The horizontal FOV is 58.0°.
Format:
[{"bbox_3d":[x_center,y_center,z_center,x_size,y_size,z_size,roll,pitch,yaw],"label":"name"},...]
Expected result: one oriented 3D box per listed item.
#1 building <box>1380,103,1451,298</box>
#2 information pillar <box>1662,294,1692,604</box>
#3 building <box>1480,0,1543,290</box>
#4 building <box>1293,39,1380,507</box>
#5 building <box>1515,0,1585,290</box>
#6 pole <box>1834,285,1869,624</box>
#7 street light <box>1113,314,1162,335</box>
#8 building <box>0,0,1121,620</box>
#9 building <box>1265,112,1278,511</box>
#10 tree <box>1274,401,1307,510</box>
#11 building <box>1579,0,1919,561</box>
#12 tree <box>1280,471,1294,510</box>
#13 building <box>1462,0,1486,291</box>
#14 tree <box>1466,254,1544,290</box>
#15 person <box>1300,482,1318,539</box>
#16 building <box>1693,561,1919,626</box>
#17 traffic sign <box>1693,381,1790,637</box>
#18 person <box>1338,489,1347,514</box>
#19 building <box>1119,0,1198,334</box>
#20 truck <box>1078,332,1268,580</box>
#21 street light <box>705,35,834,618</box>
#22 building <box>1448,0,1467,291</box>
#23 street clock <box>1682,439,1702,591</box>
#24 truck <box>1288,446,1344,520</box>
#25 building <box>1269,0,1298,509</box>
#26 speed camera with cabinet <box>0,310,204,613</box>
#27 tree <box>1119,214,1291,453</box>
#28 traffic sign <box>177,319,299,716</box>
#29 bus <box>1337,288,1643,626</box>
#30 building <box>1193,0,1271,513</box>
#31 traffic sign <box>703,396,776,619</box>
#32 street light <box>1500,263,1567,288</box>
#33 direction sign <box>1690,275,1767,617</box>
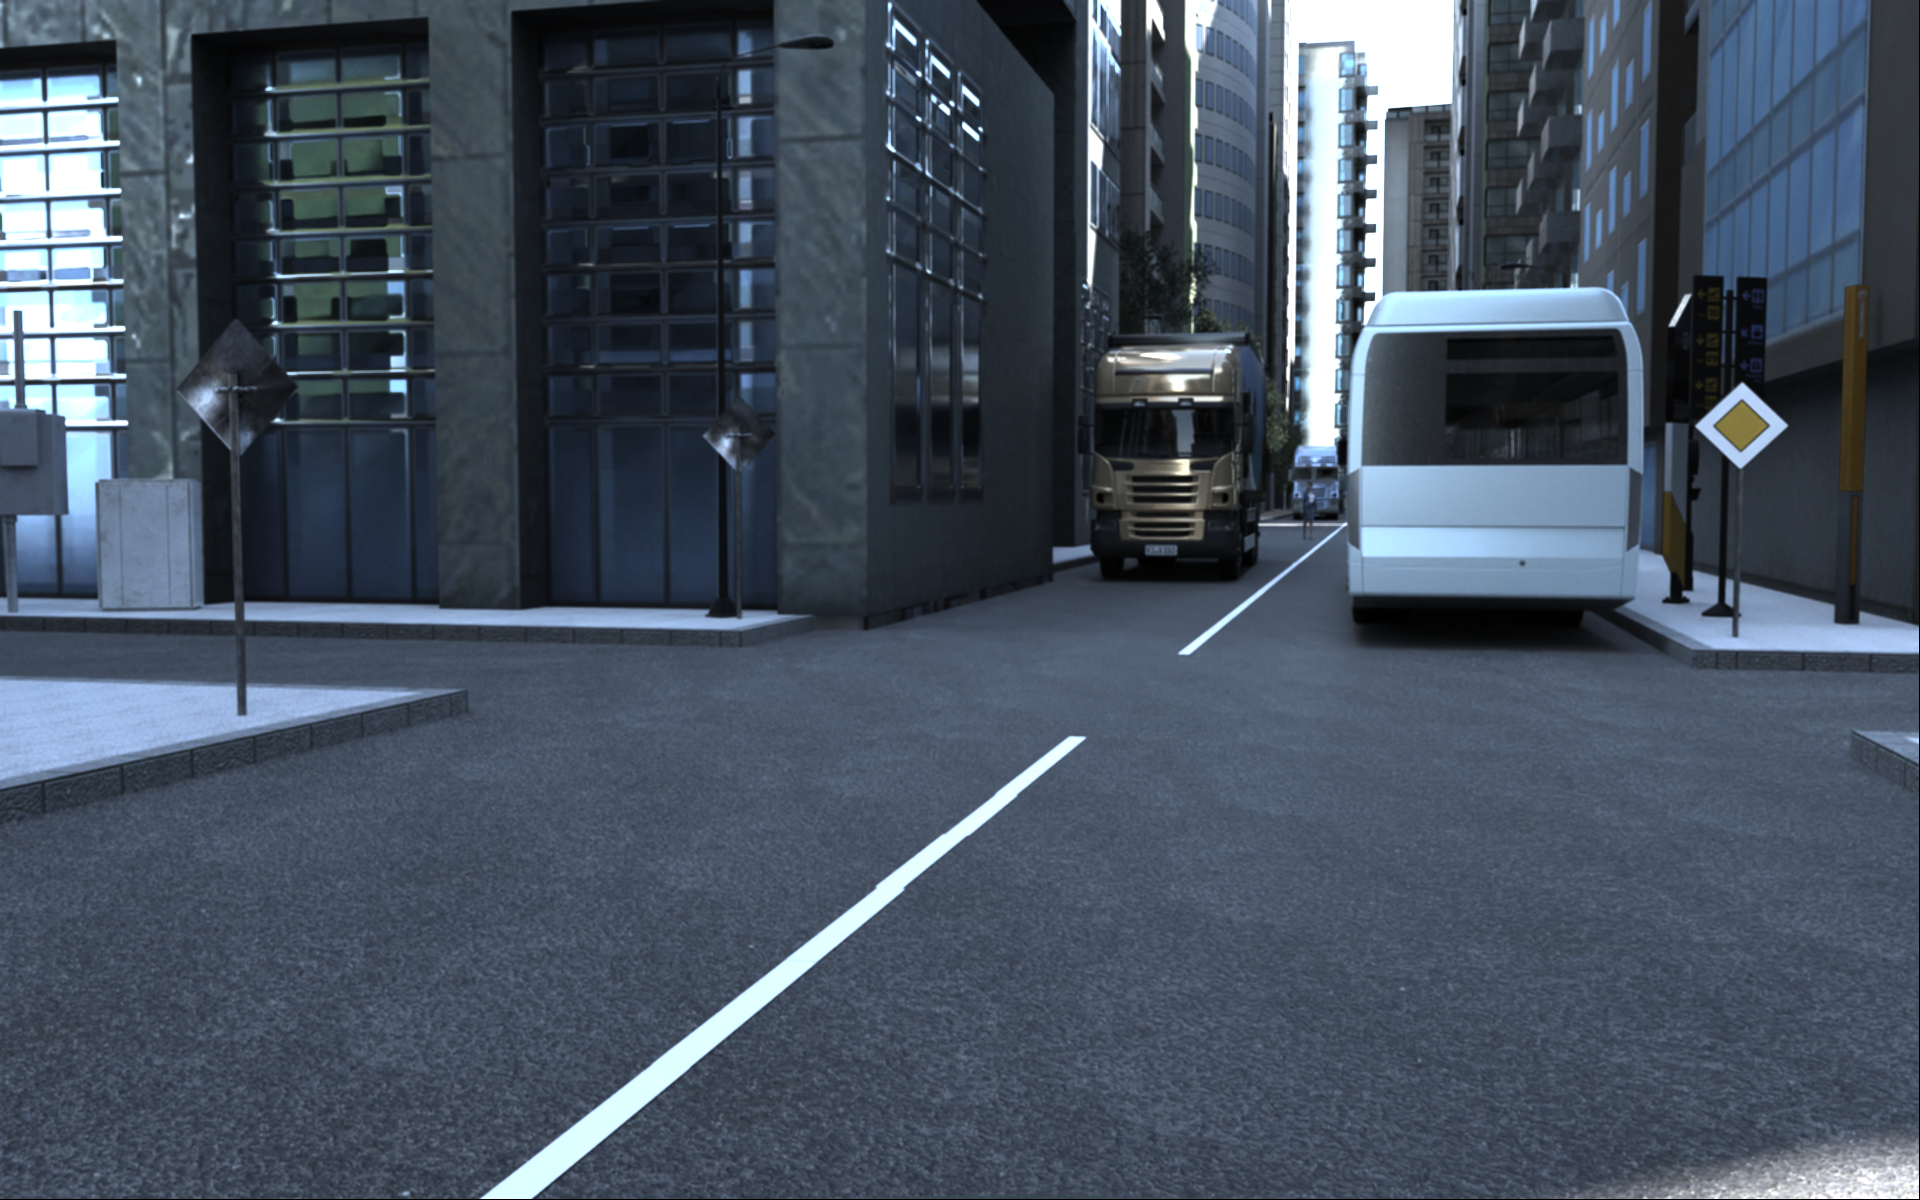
[{"bbox_3d":[49.808,-30.099,175.717,14.086,41.232,14.154,1,4,14],"label":"building"},{"bbox_3d":[8.387,-1.768,20.256,0.183,3.616,0.504,3,5,44],"label":"information pillar"},{"bbox_3d":[36.505,-19.926,97.497,14.160,30.474,14.107,1,4,14],"label":"building"},{"bbox_3d":[29.084,-34.632,185.834,30.456,49.044,23.786,1,4,14],"label":"building"},{"bbox_3d":[34.322,-27.438,68.214,23.786,49.044,30.456,1,4,14],"label":"building"},{"bbox_3d":[8.777,-1.419,17.043,0.158,3.312,0.155,0,3,0],"label":"pole"},{"bbox_3d":[4.542,-4.435,45.049,1.470,5.913,1.316,1,4,14],"label":"street light"},{"bbox_3d":[-8.137,-44.071,33.232,22.319,86.520,31.000,1,4,14],"label":"building"},{"bbox_3d":[15.673,-21.735,127.076,14.160,30.474,14.107,1,4,14],"label":"building"},{"bbox_3d":[25.549,-11.395,136.678,4.737,8.622,4.395,0,3,0],"label":"tree"},{"bbox_3d":[22.703,-23.846,39.998,14.600,45.320,14.200,1,4,14],"label":"building"},{"bbox_3d":[26.596,-8.936,140.704,1.663,3.219,1.824,0,3,0],"label":"tree"},{"bbox_3d":[44.993,-35.149,116.691,21.231,58.520,28.212,1,4,14],"label":"building"},{"bbox_3d":[17.123,-6.290,53.196,4.360,8.622,3.978,0,3,0],"label":"tree"},{"bbox_3d":[11.127,-2.855,55.195,0.581,1.822,0.654,0,4,3],"label":"person"},{"bbox_3d":[17.243,-22.599,19.605,14.200,45.320,14.600,1,4,14],"label":"building"},{"bbox_3d":[6.953,-0.724,15.476,0.795,2.450,0.064,1,4,14],"label":"traffic sign"},{"bbox_3d":[27.970,-7.253,127.163,0.705,1.814,1.350,-3,5,-43],"label":"person"},{"bbox_3d":[2.247,-23.807,72.845,14.154,41.232,14.086,1,4,14],"label":"building"},{"bbox_3d":[4.283,-2.667,32.511,2.839,4.237,11.283,1,4,12],"label":"truck"},{"bbox_3d":[-1.955,-2.769,17.813,1.470,5.913,1.316,1,4,14],"label":"street light"},{"bbox_3d":[54.796,-33.878,143.139,28.713,52.752,27.495,1,4,14],"label":"building"},{"bbox_3d":[9.647,-1.127,22.998,0.358,2.002,0.471,1,4,17],"label":"street clock"},{"bbox_3d":[21.071,-6.890,102.410,2.967,4.110,18.799,1,4,12],"label":"truck"},{"bbox_3d":[19.389,-43.868,155.493,20.611,71.187,20.563,1,4,14],"label":"building"},{"bbox_3d":[-9.488,-1.510,19.025,2.038,3.252,0.660,-1,4,-13],"label":"speed camera with cabinet"},{"bbox_3d":[6.166,-7.591,58.529,7.601,10.594,8.767,-1,4,-9],"label":"tree"},{"bbox_3d":[-4.162,-0.388,9.985,0.795,2.450,0.064,1,4,14],"label":"traffic sign"},{"bbox_3d":[6.270,-1.666,22.097,2.948,3.499,13.247,1,4,13],"label":"bus"},{"bbox_3d":[7.466,-34.509,106.219,21.231,58.520,28.212,1,4,14],"label":"building"},{"bbox_3d":[-2.266,-0.862,17.743,0.795,2.450,0.064,1,4,14],"label":"traffic sign"},{"bbox_3d":[11.540,-3.809,34.818,1.470,5.913,1.316,1,4,14],"label":"street light"},{"bbox_3d":[8.015,-1.598,18.127,0.876,3.537,0.379,-1,4,-15],"label":"direction sign"}]
